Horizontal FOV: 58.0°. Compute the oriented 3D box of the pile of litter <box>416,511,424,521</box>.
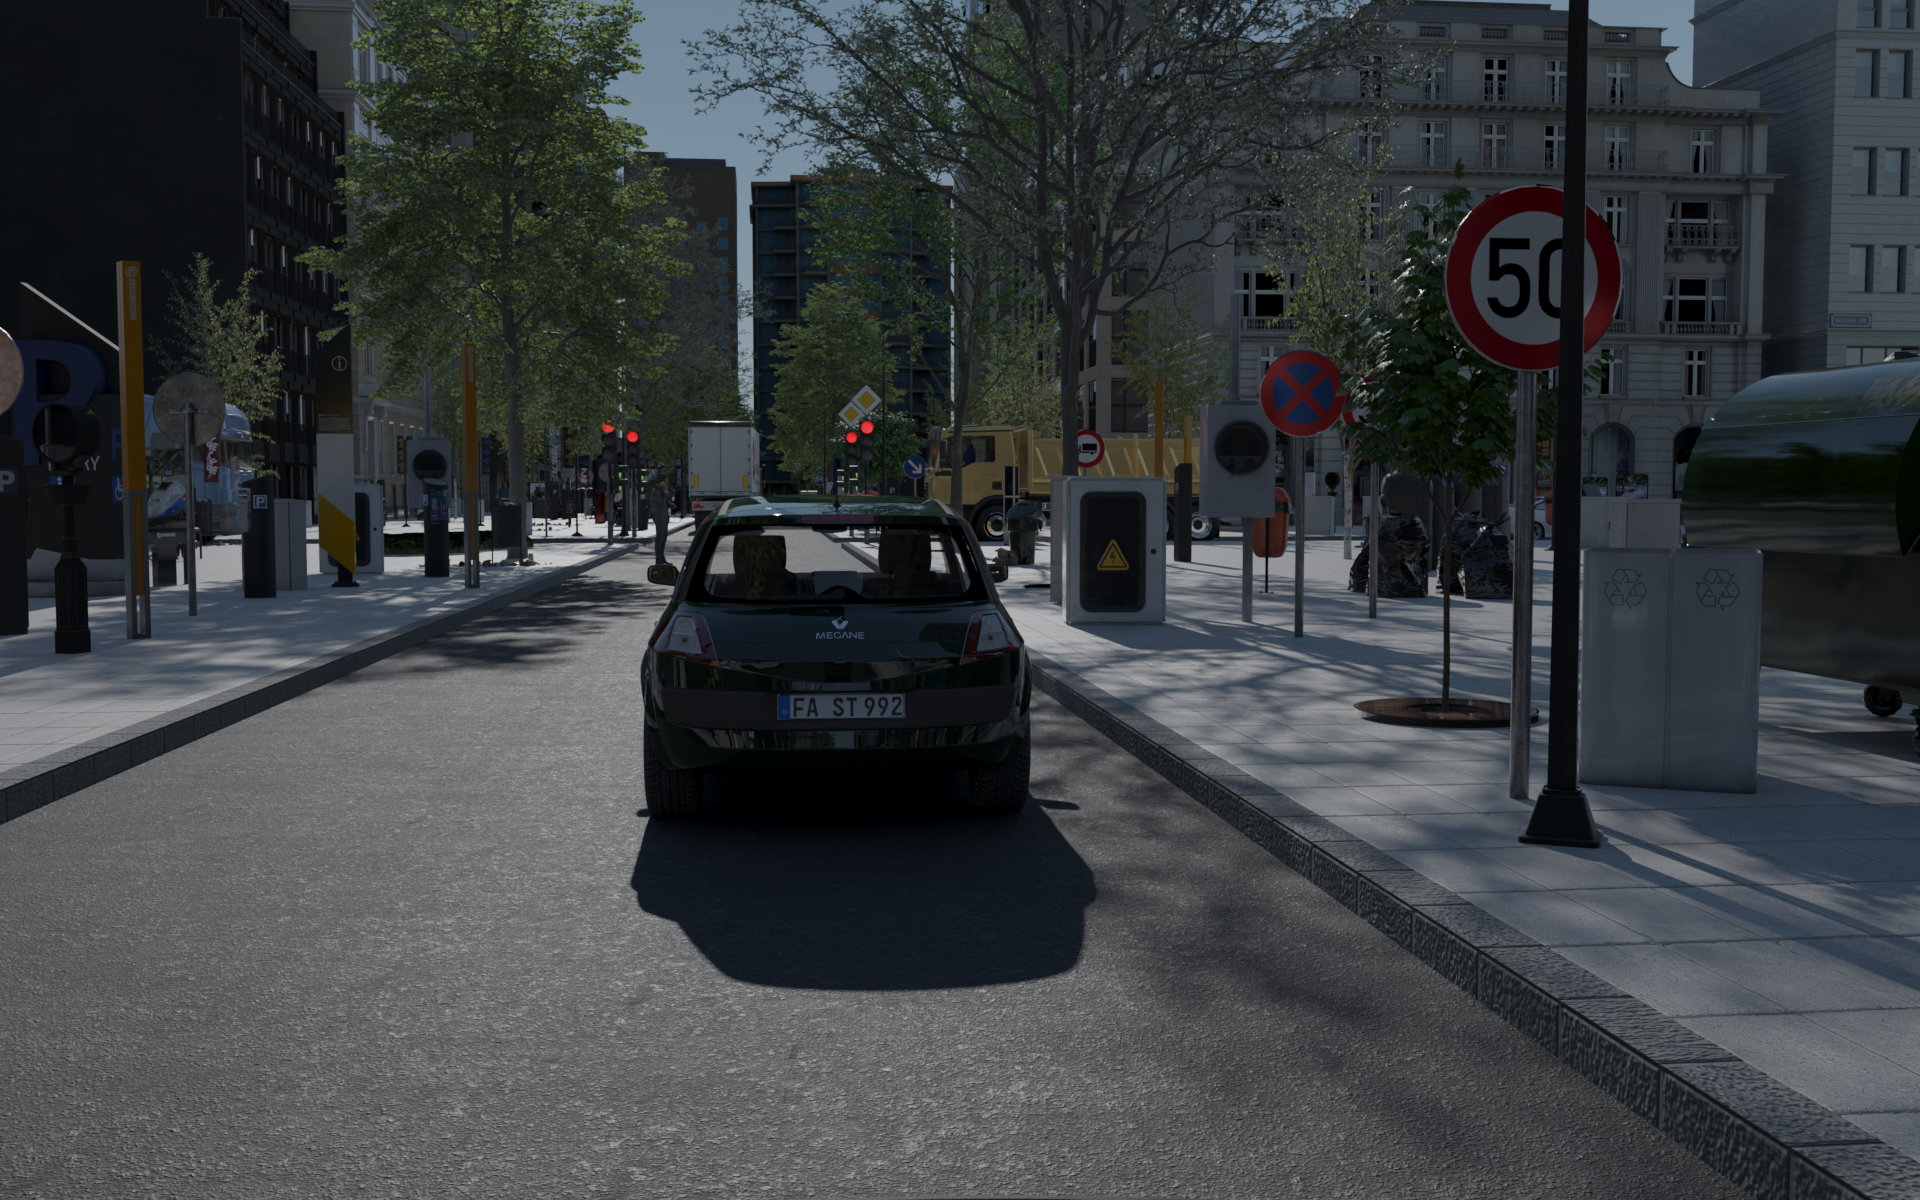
[{"bbox_3d":[-25.297,-4.225,83.048,1.719,0.858,1.176,-2,4,-31],"label":"pile of litter"}]

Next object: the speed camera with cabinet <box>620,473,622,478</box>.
[{"bbox_3d":[-14.253,-4.897,74.395,0.660,3.252,2.038,1,4,20],"label":"speed camera with cabinet"}]

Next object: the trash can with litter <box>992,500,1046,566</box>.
[{"bbox_3d":[1.053,-1.217,31.277,0.624,1.170,1.055,2,4,32],"label":"trash can with litter"}]

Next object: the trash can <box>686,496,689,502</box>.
[{"bbox_3d":[-18.067,-6.220,113.354,0.748,1.137,0.748,0,3,0],"label":"trash can"}]

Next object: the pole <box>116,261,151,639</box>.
[{"bbox_3d":[-7.300,-1.312,15.301,0.158,3.312,0.155,0,3,0],"label":"pole"}]

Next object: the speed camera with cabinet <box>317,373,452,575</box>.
[{"bbox_3d":[-9.283,-2.056,27.949,2.038,3.252,0.660,-1,4,-19],"label":"speed camera with cabinet"}]

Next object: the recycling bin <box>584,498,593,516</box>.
[{"bbox_3d":[-22.072,-5.585,103.868,0.722,1.027,0.722,-3,5,-39],"label":"recycling bin"}]

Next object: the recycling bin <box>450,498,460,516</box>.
[{"bbox_3d":[-29.509,-5.408,100.976,0.722,1.027,0.722,-2,4,-27],"label":"recycling bin"}]

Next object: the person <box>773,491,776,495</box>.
[{"bbox_3d":[-19.746,-10.668,183.714,1.217,1.735,0.721,3,4,37],"label":"person"}]

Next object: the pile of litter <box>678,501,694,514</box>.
[{"bbox_3d":[-17.770,-5.996,111.995,1.176,0.858,1.719,-1,4,-9],"label":"pile of litter"}]

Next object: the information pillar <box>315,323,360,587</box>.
[{"bbox_3d":[-8.574,-1.985,23.817,0.504,3.616,0.183,0,4,-8],"label":"information pillar"}]

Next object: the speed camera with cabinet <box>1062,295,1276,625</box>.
[{"bbox_3d":[2.053,-1.394,17.120,2.038,3.252,0.660,0,4,0],"label":"speed camera with cabinet"}]

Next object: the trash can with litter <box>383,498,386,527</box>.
[{"bbox_3d":[-22.322,-3.321,65.692,1.055,1.170,0.624,0,4,2],"label":"trash can with litter"}]

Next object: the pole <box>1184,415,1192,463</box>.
[{"bbox_3d":[5.913,-3.130,45.016,0.158,3.312,0.155,0,3,0],"label":"pole"}]

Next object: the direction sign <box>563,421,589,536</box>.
[{"bbox_3d":[-11.630,-3.701,52.501,0.379,3.537,0.876,3,5,43],"label":"direction sign"}]

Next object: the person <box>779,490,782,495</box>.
[{"bbox_3d":[-16.810,-9.449,163.008,0.705,1.821,1.348,0,4,-7],"label":"person"}]

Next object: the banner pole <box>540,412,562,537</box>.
[{"bbox_3d":[-12.072,-3.739,51.149,0.863,3.779,0.401,2,4,32],"label":"banner pole"}]

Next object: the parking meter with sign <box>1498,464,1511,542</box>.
[{"bbox_3d":[10.684,-2.346,34.611,0.543,3.016,1.738,0,4,6],"label":"parking meter with sign"}]

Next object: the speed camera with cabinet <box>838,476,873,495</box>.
[{"bbox_3d":[-3.998,-4.399,66.259,0.660,3.252,2.038,1,4,22],"label":"speed camera with cabinet"}]

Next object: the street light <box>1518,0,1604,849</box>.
[{"bbox_3d":[1.696,-2.059,6.205,1.470,5.913,1.316,0,4,-6],"label":"street light"}]

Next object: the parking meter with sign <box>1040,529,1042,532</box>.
[{"bbox_3d":[1.937,-3.841,59.060,1.738,3.016,0.543,0,4,-5],"label":"parking meter with sign"}]

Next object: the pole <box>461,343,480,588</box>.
[{"bbox_3d":[-6.655,-1.816,23.536,0.158,3.312,0.155,0,3,0],"label":"pole"}]

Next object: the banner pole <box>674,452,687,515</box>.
[{"bbox_3d":[-16.697,-6.969,103.960,0.863,3.779,0.401,-1,4,-13],"label":"banner pole"}]

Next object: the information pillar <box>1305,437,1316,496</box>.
[{"bbox_3d":[13.484,-4.619,66.876,0.183,3.616,0.504,-3,5,-43],"label":"information pillar"}]

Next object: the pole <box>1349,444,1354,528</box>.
[{"bbox_3d":[14.715,-4.365,65.203,0.158,3.312,0.155,0,3,0],"label":"pole"}]

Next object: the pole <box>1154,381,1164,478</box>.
[{"bbox_3d":[3.595,-2.291,31.302,0.158,3.312,0.155,0,3,0],"label":"pole"}]

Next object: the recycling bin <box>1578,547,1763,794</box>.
[{"bbox_3d":[3.206,0.289,7.822,0.722,1.027,0.722,1,4,23],"label":"recycling bin"}]

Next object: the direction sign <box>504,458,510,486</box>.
[{"bbox_3d":[-28.249,-7.135,108.652,0.379,3.537,0.876,2,4,34],"label":"direction sign"}]

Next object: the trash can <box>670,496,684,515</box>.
[{"bbox_3d":[-17.876,-5.880,107.798,0.748,1.137,0.748,0,3,0],"label":"trash can"}]

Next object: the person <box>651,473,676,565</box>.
[{"bbox_3d":[-5.881,-1.603,34.516,0.447,1.846,0.655,0,4,5],"label":"person"}]

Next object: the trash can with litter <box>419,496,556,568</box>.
[{"bbox_3d":[-8.485,-1.215,30.921,2.233,1.210,1.678,0,4,-8],"label":"trash can with litter"}]

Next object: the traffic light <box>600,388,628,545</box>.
[{"bbox_3d":[-8.838,-3.356,43.790,0.839,4.253,0.868,0,4,-6],"label":"traffic light"}]

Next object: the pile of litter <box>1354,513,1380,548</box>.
[{"bbox_3d":[10.021,-1.662,41.137,1.176,0.858,1.719,0,4,-4],"label":"pile of litter"}]

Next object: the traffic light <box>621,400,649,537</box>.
[{"bbox_3d":[-9.729,-3.841,51.725,0.839,4.253,0.868,0,4,-6],"label":"traffic light"}]

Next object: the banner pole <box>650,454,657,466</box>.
[{"bbox_3d":[-19.200,-7.256,108.644,0.863,3.779,0.401,2,4,34],"label":"banner pole"}]

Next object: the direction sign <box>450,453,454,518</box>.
[{"bbox_3d":[-26.995,-6.085,91.485,0.876,3.537,0.379,3,5,41],"label":"direction sign"}]

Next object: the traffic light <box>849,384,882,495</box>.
[{"bbox_3d":[-2.419,-3.401,44.524,0.839,4.253,0.868,0,4,-6],"label":"traffic light"}]

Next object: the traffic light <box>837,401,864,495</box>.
[{"bbox_3d":[-3.310,-3.886,52.460,0.839,4.253,0.868,0,4,-6],"label":"traffic light"}]

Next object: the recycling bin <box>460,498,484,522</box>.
[{"bbox_3d":[-22.097,-4.044,78.675,0.722,1.027,0.722,1,4,12],"label":"recycling bin"}]

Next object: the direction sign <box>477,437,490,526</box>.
[{"bbox_3d":[-19.147,-4.714,69.065,0.876,3.537,0.379,-3,5,-41],"label":"direction sign"}]

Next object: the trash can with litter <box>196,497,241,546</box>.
[{"bbox_3d":[-18.498,-1.957,43.058,2.233,1.210,1.678,0,4,-6],"label":"trash can with litter"}]

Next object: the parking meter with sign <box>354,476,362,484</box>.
[{"bbox_3d":[-25.263,-4.644,72.188,1.738,3.016,0.543,-1,4,-16],"label":"parking meter with sign"}]

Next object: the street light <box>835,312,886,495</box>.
[{"bbox_3d":[-2.493,-4.395,44.399,1.470,5.913,1.316,0,4,-6],"label":"street light"}]

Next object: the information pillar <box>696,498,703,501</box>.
[{"bbox_3d":[-16.256,-7.149,108.243,0.504,3.616,0.183,-1,4,-20],"label":"information pillar"}]

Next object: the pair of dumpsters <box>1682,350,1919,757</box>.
[{"bbox_3d":[5.150,-0.327,7.838,1.574,2.255,4.437,0,4,-7],"label":"pair of dumpsters"}]

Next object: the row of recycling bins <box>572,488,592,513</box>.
[{"bbox_3d":[-25.002,-6.651,115.861,1.069,1.692,3.534,1,4,20],"label":"row of recycling bins"}]

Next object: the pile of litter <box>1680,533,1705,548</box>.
[{"bbox_3d":[10.138,-0.638,24.397,1.719,0.858,1.176,-1,4,-13],"label":"pile of litter"}]

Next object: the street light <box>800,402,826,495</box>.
[{"bbox_3d":[-7.370,-7.029,87.473,1.470,5.913,1.316,0,4,-6],"label":"street light"}]

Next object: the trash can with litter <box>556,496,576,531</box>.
[{"bbox_3d":[-14.760,-2.995,60.031,2.233,1.210,1.678,-3,5,-42],"label":"trash can with litter"}]

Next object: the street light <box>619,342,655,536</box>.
[{"bbox_3d":[-9.664,-4.892,52.521,1.470,5.913,1.316,0,4,-6],"label":"street light"}]

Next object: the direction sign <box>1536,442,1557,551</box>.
[{"bbox_3d":[13.433,-2.883,39.141,0.876,3.537,0.379,3,5,40],"label":"direction sign"}]

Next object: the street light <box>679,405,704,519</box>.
[{"bbox_3d":[-14.027,-7.227,90.694,1.470,5.913,1.316,0,4,-6],"label":"street light"}]

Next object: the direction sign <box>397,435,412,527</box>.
[{"bbox_3d":[-21.567,-4.609,67.353,0.379,3.537,0.876,1,4,21],"label":"direction sign"}]

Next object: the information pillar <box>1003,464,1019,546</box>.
[{"bbox_3d":[1.278,-2.365,43.152,0.304,2.012,0.304,2,4,26],"label":"information pillar"}]

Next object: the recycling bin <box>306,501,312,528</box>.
[{"bbox_3d":[-25.205,-3.268,65.984,0.722,1.027,0.722,3,5,41],"label":"recycling bin"}]

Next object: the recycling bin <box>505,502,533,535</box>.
[{"bbox_3d":[-13.834,-2.552,54.274,0.722,1.027,0.722,-2,4,-27],"label":"recycling bin"}]
